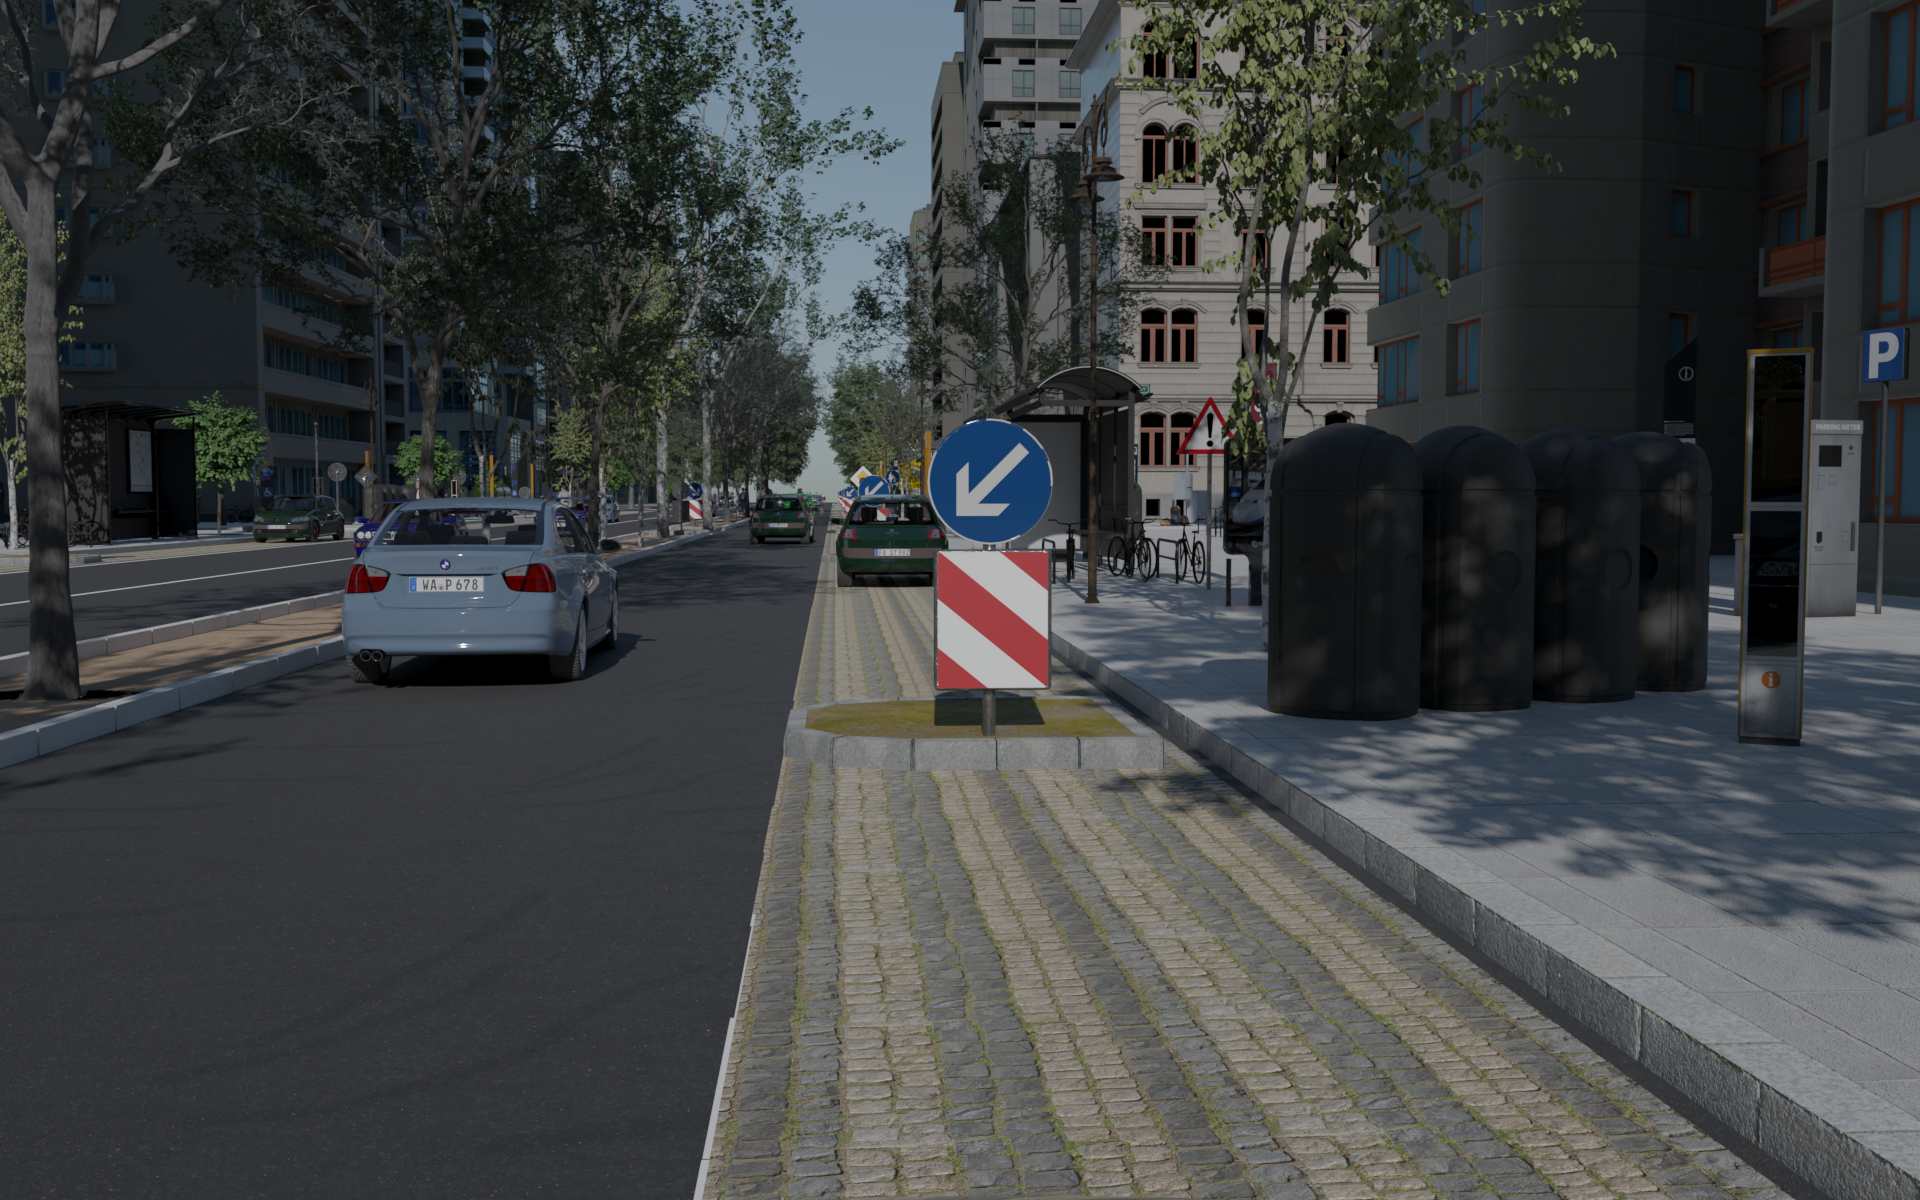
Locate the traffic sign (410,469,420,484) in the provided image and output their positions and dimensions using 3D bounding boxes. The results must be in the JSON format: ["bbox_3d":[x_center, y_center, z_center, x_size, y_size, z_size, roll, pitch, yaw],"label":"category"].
[{"bbox_3d":[-21.208,-3.944,68.133,0.795,2.450,0.064,0,4,-4],"label":"traffic sign"}]

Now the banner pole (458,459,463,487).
[{"bbox_3d":[-35.957,-8.234,124.645,0.863,3.779,0.401,3,5,43],"label":"banner pole"}]

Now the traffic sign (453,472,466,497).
[{"bbox_3d":[-26.732,-5.645,92.404,0.768,2.556,0.104,0,4,-2],"label":"traffic sign"}]

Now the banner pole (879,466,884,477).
[{"bbox_3d":[-6.062,-9.029,137.641,0.863,3.779,0.401,-2,4,-34],"label":"banner pole"}]

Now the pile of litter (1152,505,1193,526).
[{"bbox_3d":[8.554,-3.416,69.824,1.719,0.858,1.176,0,3,0],"label":"pile of litter"}]

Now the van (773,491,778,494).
[{"bbox_3d":[-28.457,-15.687,263.499,2.013,2.044,4.112,0,4,-6],"label":"van"}]

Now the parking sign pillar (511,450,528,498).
[{"bbox_3d":[-26.846,-7.162,105.572,1.447,3.967,1.447,1,4,14],"label":"parking sign pillar"}]

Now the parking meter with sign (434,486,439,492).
[{"bbox_3d":[-32.114,-6.651,104.998,1.738,3.016,0.543,3,4,39],"label":"parking meter with sign"}]

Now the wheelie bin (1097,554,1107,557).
[{"bbox_3d":[3.048,-1.673,35.265,0.693,1.594,0.980,0,4,6],"label":"wheelie bin"}]

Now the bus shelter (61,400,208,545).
[{"bbox_3d":[-22.074,-3.371,46.391,1.731,3.624,6.357,0,4,-4],"label":"bus shelter"}]

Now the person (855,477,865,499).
[{"bbox_3d":[-2.127,-1.808,38.251,0.419,1.800,0.721,-1,4,-8],"label":"person"}]

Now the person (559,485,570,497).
[{"bbox_3d":[-18.575,-4.470,81.435,0.661,1.843,0.795,-3,5,-42],"label":"person"}]

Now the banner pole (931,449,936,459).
[{"bbox_3d":[-1.064,-5.724,83.604,0.863,3.779,0.401,1,4,10],"label":"banner pole"}]

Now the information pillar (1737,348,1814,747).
[{"bbox_3d":[4.197,-0.271,8.920,0.304,2.012,0.304,2,4,25],"label":"information pillar"}]

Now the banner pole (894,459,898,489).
[{"bbox_3d":[-3.757,-7.186,107.513,0.863,3.779,0.401,-2,4,-27],"label":"banner pole"}]

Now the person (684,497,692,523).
[{"bbox_3d":[-13.172,-4.598,84.033,0.694,1.780,0.624,2,4,32],"label":"person"}]

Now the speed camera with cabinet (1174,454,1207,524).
[{"bbox_3d":[9.982,-4.912,74.649,0.660,3.252,2.038,3,4,39],"label":"speed camera with cabinet"}]

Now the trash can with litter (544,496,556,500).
[{"bbox_3d":[-26.880,-6.235,113.326,0.624,1.170,1.055,2,4,34],"label":"trash can with litter"}]

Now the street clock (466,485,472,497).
[{"bbox_3d":[-40.279,-8.415,142.161,0.471,2.002,0.358,-2,4,-25],"label":"street clock"}]

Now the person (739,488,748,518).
[{"bbox_3d":[-12.864,-5.785,103.112,0.581,1.822,0.654,2,4,30],"label":"person"}]

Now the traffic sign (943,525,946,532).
[{"bbox_3d":[-0.466,-3.199,52.409,0.768,2.556,0.104,0,4,1],"label":"traffic sign"}]

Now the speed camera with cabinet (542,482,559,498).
[{"bbox_3d":[-31.531,-8.542,134.002,0.660,3.252,2.038,1,4,23],"label":"speed camera with cabinet"}]

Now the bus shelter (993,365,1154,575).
[{"bbox_3d":[1.824,-2.201,29.904,2.014,3.302,5.546,0,4,-4],"label":"bus shelter"}]

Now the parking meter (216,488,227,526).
[{"bbox_3d":[-29.976,-3.785,70.295,0.372,1.533,0.369,0,3,0],"label":"parking meter"}]

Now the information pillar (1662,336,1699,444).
[{"bbox_3d":[10.748,-2.111,25.865,0.504,3.616,0.183,3,4,37],"label":"information pillar"}]

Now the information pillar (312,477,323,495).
[{"bbox_3d":[-28.264,-4.389,76.244,0.304,2.012,0.304,1,4,13],"label":"information pillar"}]

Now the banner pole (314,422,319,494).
[{"bbox_3d":[-22.351,-4.295,60.239,0.401,3.779,0.863,-1,4,-23],"label":"banner pole"}]

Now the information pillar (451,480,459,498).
[{"bbox_3d":[-26.609,-5.311,91.320,0.304,2.012,0.304,0,4,5],"label":"information pillar"}]

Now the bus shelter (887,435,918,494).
[{"bbox_3d":[-3.721,-8.338,113.951,2.179,5.291,8.768,0,4,-4],"label":"bus shelter"}]

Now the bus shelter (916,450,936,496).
[{"bbox_3d":[-0.934,-5.241,79.620,2.014,3.302,5.546,0,4,-4],"label":"bus shelter"}]

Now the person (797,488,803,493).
[{"bbox_3d":[-10.611,-6.504,114.823,0.580,1.828,0.573,3,4,39],"label":"person"}]

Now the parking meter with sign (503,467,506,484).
[{"bbox_3d":[-28.017,-6.950,109.887,1.738,3.016,0.543,0,4,-6],"label":"parking meter with sign"}]

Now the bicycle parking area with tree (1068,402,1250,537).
[{"bbox_3d":[6.069,-4.033,52.939,8.231,4.147,9.016,1,4,12],"label":"bicycle parking area with tree"}]

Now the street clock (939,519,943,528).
[{"bbox_3d":[-0.587,-3.082,54.962,0.358,2.002,0.471,2,4,28],"label":"street clock"}]

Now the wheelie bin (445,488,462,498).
[{"bbox_3d":[-27.138,-5.197,92.880,0.980,1.594,0.693,0,4,-2],"label":"wheelie bin"}]

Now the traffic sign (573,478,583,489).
[{"bbox_3d":[-29.765,-8.246,134.933,0.768,2.556,0.104,0,4,-2],"label":"traffic sign"}]

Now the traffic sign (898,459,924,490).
[{"bbox_3d":[-2.440,-6.492,100.012,2.265,3.308,0.079,0,4,3],"label":"traffic sign"}]

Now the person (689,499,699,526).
[{"bbox_3d":[-11.463,-3.799,74.881,0.640,1.303,0.475,1,4,18],"label":"person"}]

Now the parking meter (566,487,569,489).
[{"bbox_3d":[-30.757,-7.964,135.915,0.399,1.863,0.255,-1,4,-18],"label":"parking meter"}]

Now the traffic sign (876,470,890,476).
[{"bbox_3d":[-5.734,-9.014,141.258,2.265,3.308,0.079,0,4,-1],"label":"traffic sign"}]

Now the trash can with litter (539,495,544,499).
[{"bbox_3d":[-28.384,-6.564,118.370,1.678,1.210,2.233,0,4,6],"label":"trash can with litter"}]

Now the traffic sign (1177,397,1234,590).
[{"bbox_3d":[3.340,-1.419,23.211,0.884,2.594,0.081,0,4,1],"label":"traffic sign"}]

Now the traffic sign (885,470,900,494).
[{"bbox_3d":[-3.571,-5.593,91.549,0.768,2.556,0.104,0,4,-3],"label":"traffic sign"}]

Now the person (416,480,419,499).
[{"bbox_3d":[-14.929,-2.423,48.218,0.850,1.850,0.679,0,4,5],"label":"person"}]

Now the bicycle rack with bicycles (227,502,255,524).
[{"bbox_3d":[-31.018,-3.853,76.385,2.925,0.926,2.852,0,4,-3],"label":"bicycle rack with bicycles"}]

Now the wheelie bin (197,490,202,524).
[{"bbox_3d":[-33.097,-4.078,74.582,0.693,1.594,0.980,1,4,22],"label":"wheelie bin"}]

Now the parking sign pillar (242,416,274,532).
[{"bbox_3d":[-23.915,-4.342,59.472,1.447,3.967,1.447,-2,4,-33],"label":"parking sign pillar"}]

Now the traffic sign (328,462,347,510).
[{"bbox_3d":[-25.094,-4.263,69.811,0.768,2.556,0.104,0,4,-2],"label":"traffic sign"}]

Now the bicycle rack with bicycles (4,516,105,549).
[{"bbox_3d":[-22.135,-1.729,41.658,2.925,0.926,2.852,-2,4,-29],"label":"bicycle rack with bicycles"}]

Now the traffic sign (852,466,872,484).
[{"bbox_3d":[-3.430,-3.532,61.389,0.795,2.450,0.064,0,4,-4],"label":"traffic sign"}]

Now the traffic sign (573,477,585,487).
[{"bbox_3d":[-29.151,-8.105,132.524,0.884,2.594,0.081,0,4,-1],"label":"traffic sign"}]

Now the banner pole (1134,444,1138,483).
[{"bbox_3d":[7.450,-5.258,75.979,0.863,3.779,0.401,2,4,34],"label":"banner pole"}]

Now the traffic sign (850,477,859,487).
[{"bbox_3d":[-4.007,-4.019,69.354,0.795,2.450,0.064,0,4,-4],"label":"traffic sign"}]

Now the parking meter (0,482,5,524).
[{"bbox_3d":[-41.571,-4.234,74.941,0.399,1.863,0.255,-3,5,-39],"label":"parking meter"}]

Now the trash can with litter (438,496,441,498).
[{"bbox_3d":[-26.633,-4.702,88.273,0.624,1.170,1.055,0,4,-5],"label":"trash can with litter"}]

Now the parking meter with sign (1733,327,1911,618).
[{"bbox_3d":[9.007,-1.340,18.174,1.738,3.016,0.543,-1,4,-16],"label":"parking meter with sign"}]

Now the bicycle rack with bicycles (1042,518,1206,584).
[{"bbox_3d":[2.310,-0.754,25.717,2.852,0.926,2.925,0,4,-1],"label":"bicycle rack with bicycles"}]

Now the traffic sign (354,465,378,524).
[{"bbox_3d":[-20.631,-3.457,60.168,0.795,2.450,0.064,0,4,-4],"label":"traffic sign"}]
